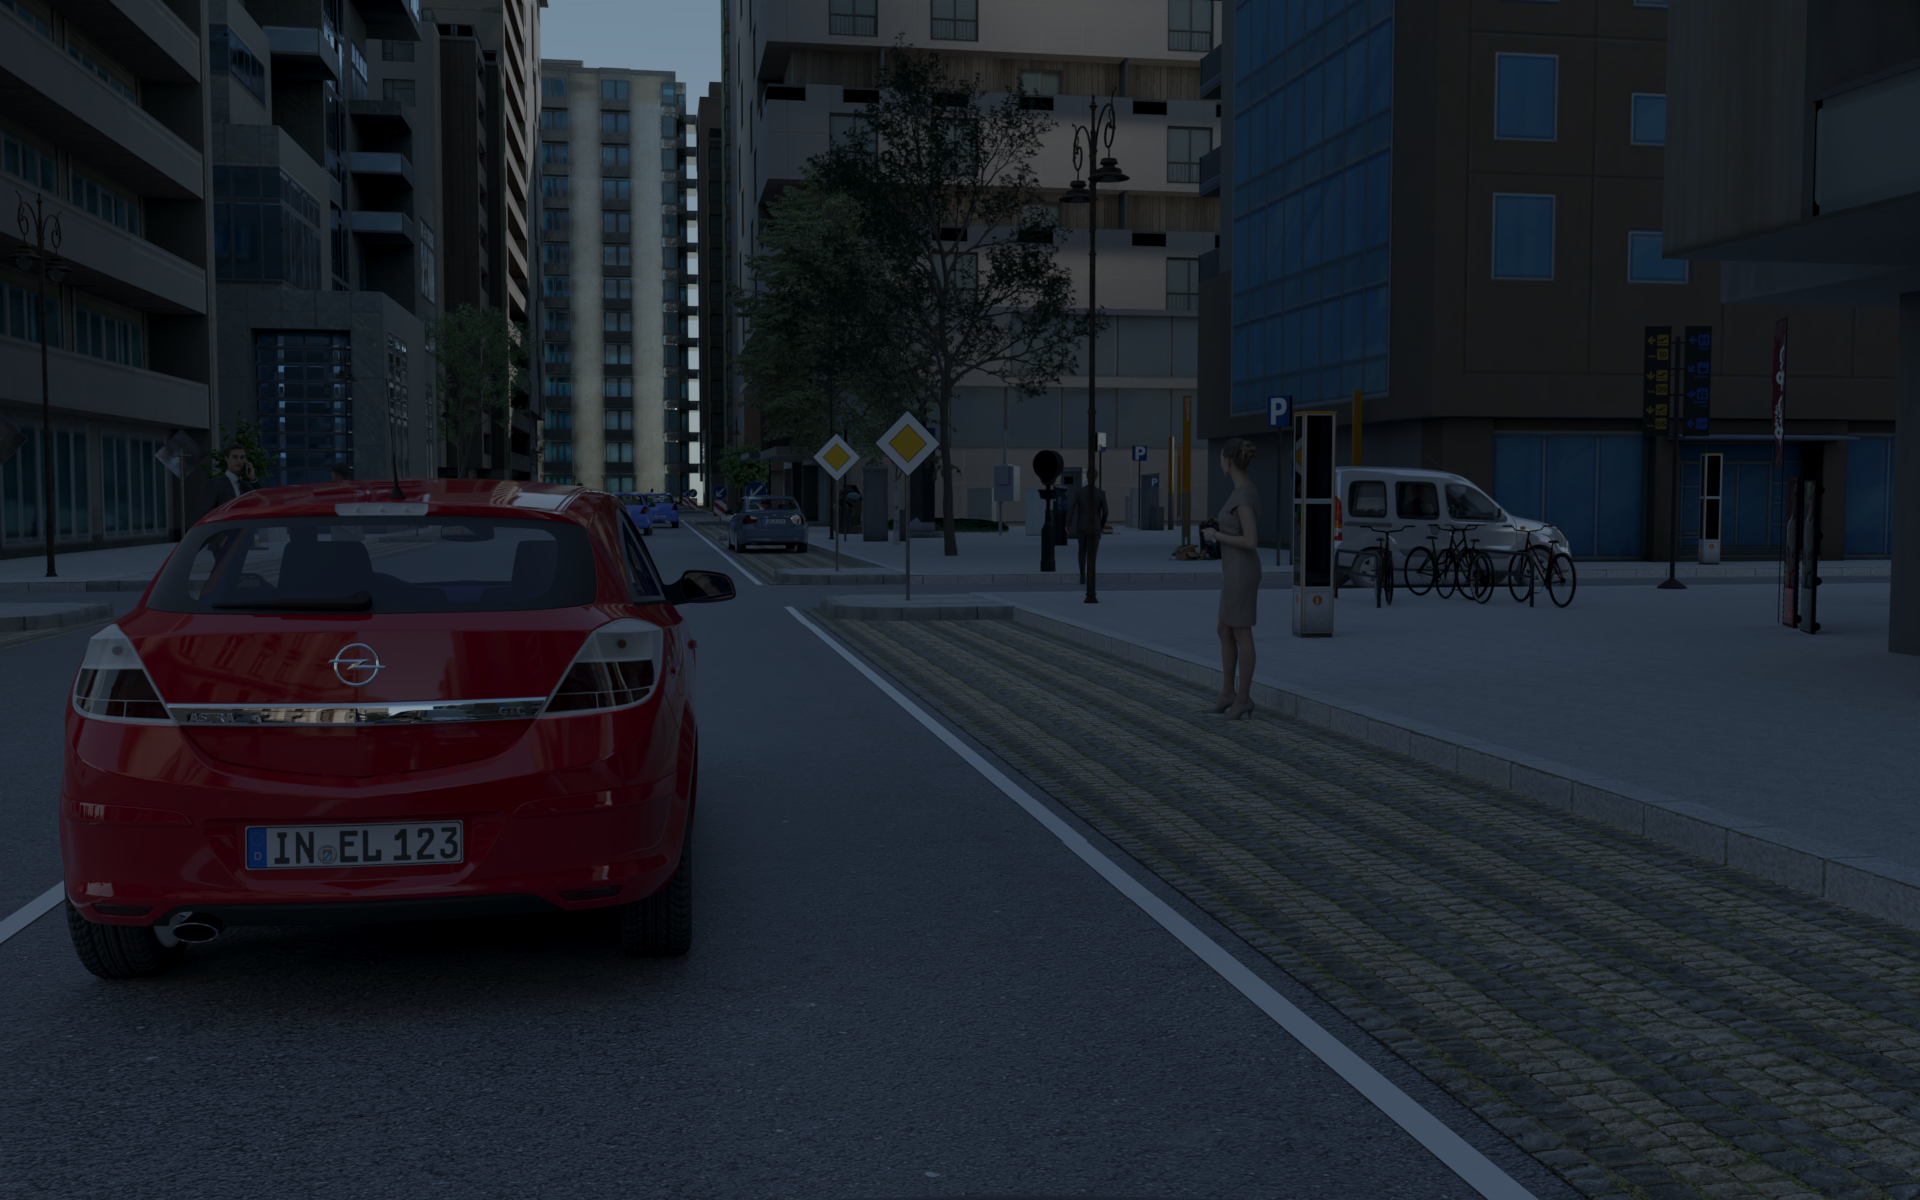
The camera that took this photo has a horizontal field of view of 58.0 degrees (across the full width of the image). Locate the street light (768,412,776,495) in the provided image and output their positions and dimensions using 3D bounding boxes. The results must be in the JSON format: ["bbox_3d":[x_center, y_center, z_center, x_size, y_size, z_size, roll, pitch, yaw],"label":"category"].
[{"bbox_3d":[-8.345,-6.311,75.975,0.468,5.910,1.993,-1,4,-10],"label":"street light"}]

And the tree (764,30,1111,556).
[{"bbox_3d":[-0.528,-6.200,35.781,7.601,10.594,8.767,-1,4,-12],"label":"tree"}]

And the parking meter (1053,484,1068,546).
[{"bbox_3d":[2.498,-2.125,43.162,0.372,1.533,0.369,0,3,0],"label":"parking meter"}]

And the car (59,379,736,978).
[{"bbox_3d":[-1.939,0.142,6.716,2.155,1.783,4.494,-1,4,-9],"label":"car"}]

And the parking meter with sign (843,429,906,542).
[{"bbox_3d":[-2.283,-3.096,46.881,1.738,3.016,0.543,0,4,-7],"label":"parking meter with sign"}]

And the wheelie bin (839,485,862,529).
[{"bbox_3d":[-3.630,-3.021,57.302,0.980,1.594,0.693,3,5,44],"label":"wheelie bin"}]

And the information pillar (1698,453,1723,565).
[{"bbox_3d":[13.631,-1.649,31.461,0.304,2.012,0.304,0,4,8],"label":"information pillar"}]

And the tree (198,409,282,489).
[{"bbox_3d":[-16.510,-2.768,39.854,1.663,3.219,1.824,0,3,0],"label":"tree"}]

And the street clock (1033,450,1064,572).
[{"bbox_3d":[1.454,-1.468,28.578,0.471,2.002,0.358,2,4,31],"label":"street clock"}]

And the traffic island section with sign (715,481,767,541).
[{"bbox_3d":[-6.421,-2.732,53.302,1.989,1.847,2.006,-1,4,-10],"label":"traffic island section with sign"}]

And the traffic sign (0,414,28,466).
[{"bbox_3d":[-10.670,-0.943,19.057,0.795,2.450,0.064,-1,4,-10],"label":"traffic sign"}]

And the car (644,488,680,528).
[{"bbox_3d":[-12.925,-3.943,74.064,1.945,1.707,3.694,-1,4,-12],"label":"car"}]

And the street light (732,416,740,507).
[{"bbox_3d":[-13.226,-7.942,102.642,0.468,5.910,1.993,-1,4,-10],"label":"street light"}]

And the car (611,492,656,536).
[{"bbox_3d":[-11.689,-3.135,60.841,1.945,1.707,3.694,-1,4,-8],"label":"car"}]

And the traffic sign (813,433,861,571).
[{"bbox_3d":[-2.042,-1.532,28.691,0.795,2.450,0.064,-1,4,-10],"label":"traffic sign"}]

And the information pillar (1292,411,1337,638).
[{"bbox_3d":[3.176,-0.676,15.548,0.304,2.012,0.304,0,4,-5],"label":"information pillar"}]

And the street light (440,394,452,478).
[{"bbox_3d":[-23.710,-6.563,80.093,0.468,5.910,1.993,-1,4,-10],"label":"street light"}]

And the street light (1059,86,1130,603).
[{"bbox_3d":[1.542,-2.901,20.212,0.468,5.910,1.993,-1,4,-10],"label":"street light"}]

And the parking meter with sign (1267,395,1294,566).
[{"bbox_3d":[6.359,-2.140,31.242,1.738,3.016,0.543,-2,4,-34],"label":"parking meter with sign"}]

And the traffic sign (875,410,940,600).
[{"bbox_3d":[-0.632,-1.051,20.831,0.795,2.450,0.064,-1,4,-10],"label":"traffic sign"}]

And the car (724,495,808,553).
[{"bbox_3d":[-4.817,-1.904,43.139,2.014,1.417,4.499,-1,4,-11],"label":"car"}]

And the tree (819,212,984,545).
[{"bbox_3d":[-1.554,-5.678,43.191,4.360,8.622,3.978,0,3,0],"label":"tree"}]

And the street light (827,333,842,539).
[{"bbox_3d":[-3.628,-4.650,48.817,0.468,5.910,1.993,-1,4,-10],"label":"street light"}]

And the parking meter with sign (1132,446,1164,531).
[{"bbox_3d":[6.739,-3.991,61.517,0.543,3.016,1.738,-1,4,-20],"label":"parking meter with sign"}]

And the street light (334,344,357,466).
[{"bbox_3d":[-18.899,-4.931,53.413,0.468,5.910,1.993,-1,4,-10],"label":"street light"}]

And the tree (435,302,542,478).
[{"bbox_3d":[-26.561,-10.198,92.497,9.928,11.665,9.643,0,3,0],"label":"tree"}]

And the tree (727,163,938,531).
[{"bbox_3d":[-4.694,-8.667,59.837,7.486,12.596,7.792,0,3,0],"label":"tree"}]

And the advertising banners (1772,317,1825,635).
[{"bbox_3d":[8.019,-1.251,16.635,0.090,3.025,2.074,1,4,14],"label":"advertising banners"}]

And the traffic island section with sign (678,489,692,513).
[{"bbox_3d":[-19.999,-7.358,128.933,1.989,1.847,2.006,-1,4,-10],"label":"traffic island section with sign"}]

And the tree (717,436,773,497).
[{"bbox_3d":[-12.187,-7.032,98.692,4.285,4.588,4.351,0,3,0],"label":"tree"}]

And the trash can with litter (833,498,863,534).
[{"bbox_3d":[-3.543,-2.706,55.628,1.055,1.170,0.624,-3,5,-44],"label":"trash can with litter"}]

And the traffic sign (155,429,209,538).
[{"bbox_3d":[-12.080,-1.424,26.918,0.795,2.450,0.064,-1,4,-10],"label":"traffic sign"}]

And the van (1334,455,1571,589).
[{"bbox_3d":[7.316,-1.204,26.694,4.112,2.044,2.013,-1,4,-10],"label":"van"}]

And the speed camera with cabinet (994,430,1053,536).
[{"bbox_3d":[2.087,-3.620,53.528,2.038,3.252,0.660,2,4,24],"label":"speed camera with cabinet"}]

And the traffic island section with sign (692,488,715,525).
[{"bbox_3d":[-11.223,-4.368,80.038,1.989,1.847,2.006,-1,4,-10],"label":"traffic island section with sign"}]

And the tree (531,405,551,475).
[{"bbox_3d":[-35.494,-11.643,140.725,4.360,8.622,3.978,0,3,0],"label":"tree"}]

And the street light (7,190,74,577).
[{"bbox_3d":[-14.117,-3.299,26.729,0.468,5.910,1.993,-1,4,-10],"label":"street light"}]
